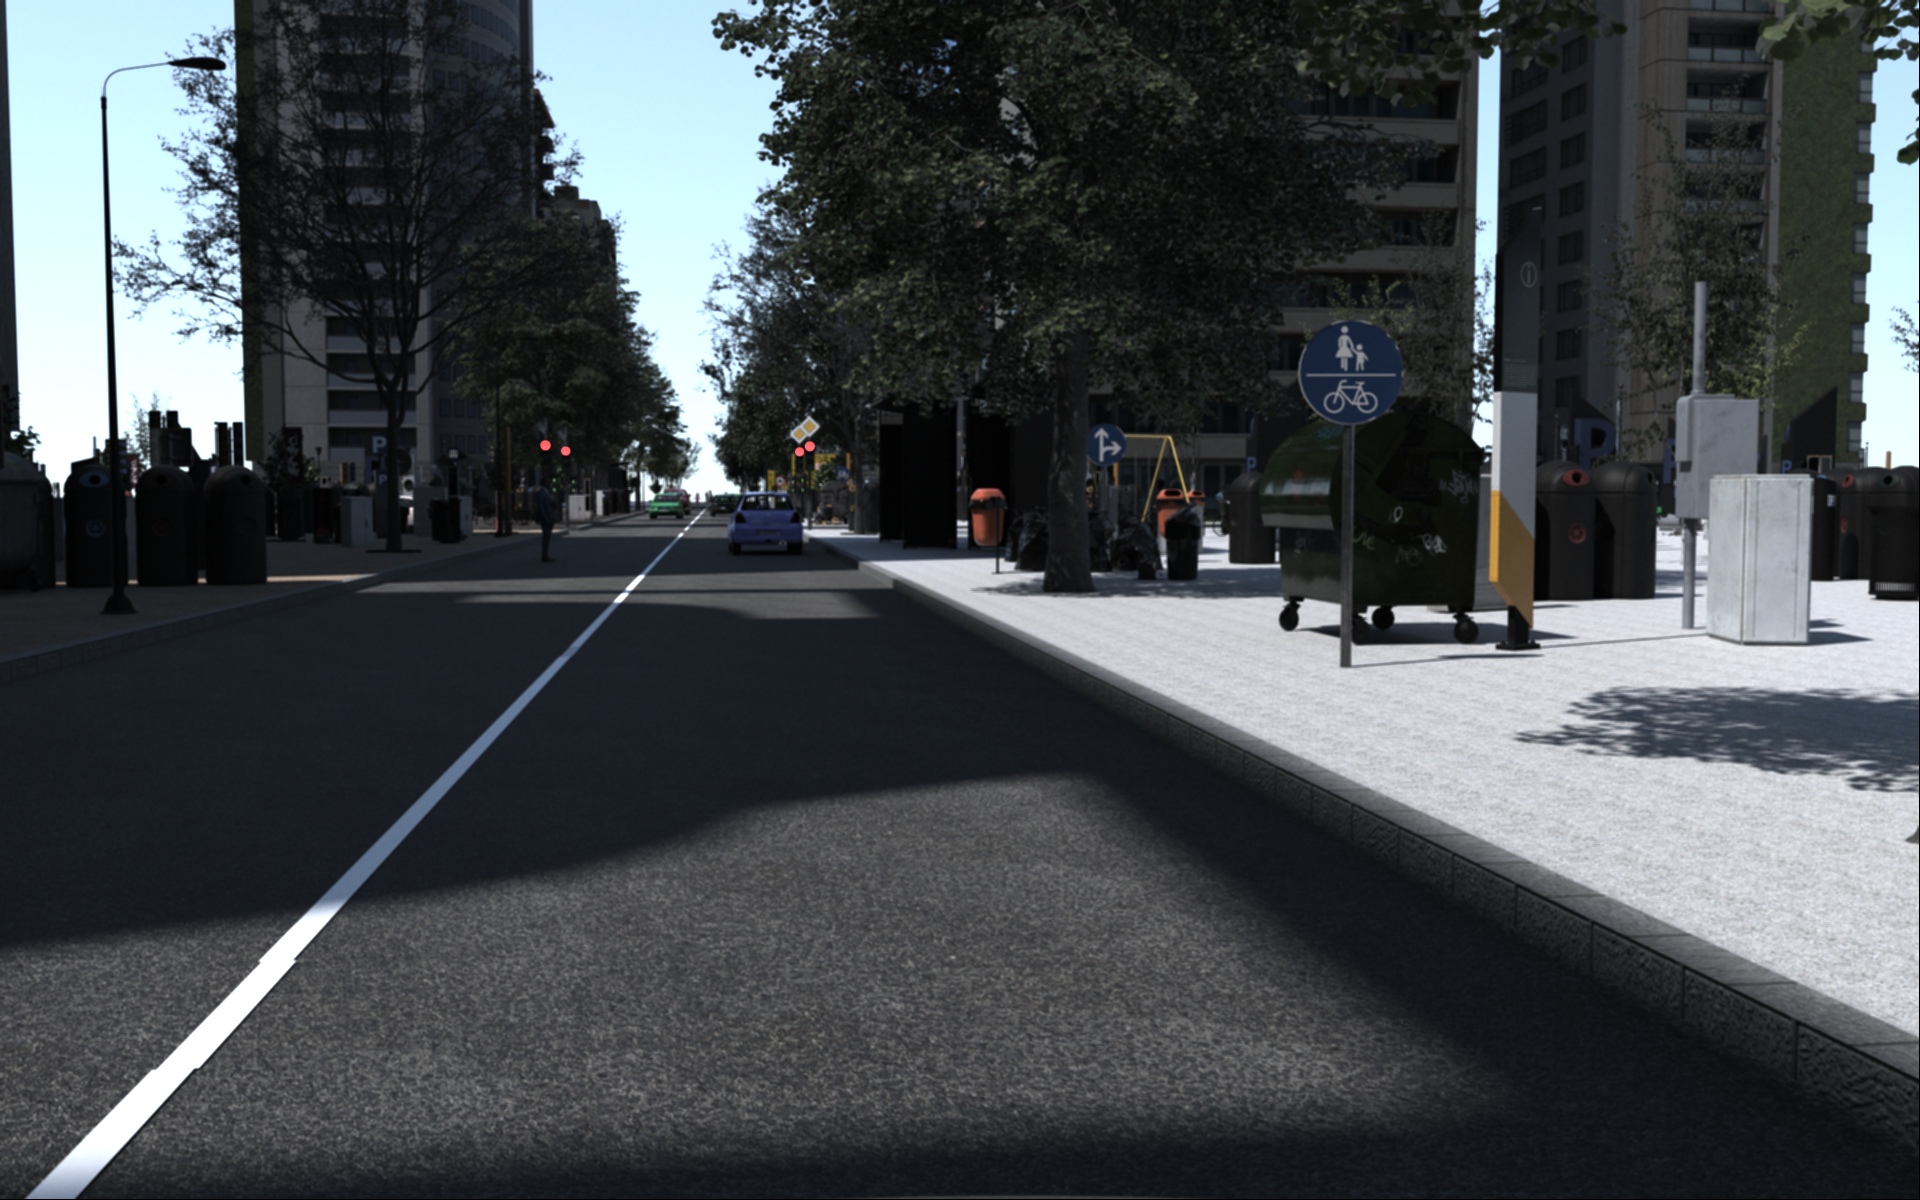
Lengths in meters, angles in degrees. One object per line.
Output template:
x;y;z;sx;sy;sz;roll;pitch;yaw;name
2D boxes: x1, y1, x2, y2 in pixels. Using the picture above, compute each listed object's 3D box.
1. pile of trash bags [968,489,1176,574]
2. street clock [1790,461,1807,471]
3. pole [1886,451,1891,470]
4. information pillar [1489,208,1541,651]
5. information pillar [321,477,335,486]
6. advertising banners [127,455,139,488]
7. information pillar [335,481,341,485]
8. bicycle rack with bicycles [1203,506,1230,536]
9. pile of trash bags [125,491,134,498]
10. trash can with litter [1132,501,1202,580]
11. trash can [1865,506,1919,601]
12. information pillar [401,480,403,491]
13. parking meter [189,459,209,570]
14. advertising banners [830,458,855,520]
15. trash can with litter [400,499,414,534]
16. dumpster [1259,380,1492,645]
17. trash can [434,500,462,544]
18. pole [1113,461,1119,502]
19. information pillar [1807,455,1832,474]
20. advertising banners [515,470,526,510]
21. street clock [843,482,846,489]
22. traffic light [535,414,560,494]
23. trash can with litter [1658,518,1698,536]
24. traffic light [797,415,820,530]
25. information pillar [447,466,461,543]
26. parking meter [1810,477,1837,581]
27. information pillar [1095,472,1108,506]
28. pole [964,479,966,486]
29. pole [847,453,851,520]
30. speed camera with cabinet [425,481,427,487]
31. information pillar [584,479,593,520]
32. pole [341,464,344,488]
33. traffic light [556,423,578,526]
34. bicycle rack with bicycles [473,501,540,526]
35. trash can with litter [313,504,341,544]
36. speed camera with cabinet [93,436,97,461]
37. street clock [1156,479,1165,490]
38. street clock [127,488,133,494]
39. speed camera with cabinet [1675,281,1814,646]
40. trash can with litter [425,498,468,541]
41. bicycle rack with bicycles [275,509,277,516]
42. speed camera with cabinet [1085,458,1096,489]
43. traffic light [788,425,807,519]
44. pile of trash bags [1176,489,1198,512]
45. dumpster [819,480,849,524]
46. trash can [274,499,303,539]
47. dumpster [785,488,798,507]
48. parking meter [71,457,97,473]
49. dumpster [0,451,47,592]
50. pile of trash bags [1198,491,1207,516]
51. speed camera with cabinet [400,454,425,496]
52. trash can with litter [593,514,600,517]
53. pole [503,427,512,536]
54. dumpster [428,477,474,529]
1.624;-1.168;28.850;3.447;1.369;1.912;-2;4;-35;pile of trash bags
18.386;-2.038;37.886;0.471;2.002;0.358;-2;4;-29;street clock
44.159;-5.419;82.447;0.158;3.312;0.155;0;3;0;pole
4.546;-1.395;14.163;0.504;3.616;0.183;-2;4;-35;information pillar
-27.482;-4.321;75.143;0.304;2.012;0.304;1;4;10;information pillar
-36.333;-4.990;77.777;2.074;3.025;0.090;0;4;1;advertising banners
-36.273;-5.902;100.994;0.304;2.012;0.304;3;4;38;information pillar
8.799;-2.380;52.287;2.925;0.926;2.852;-1;4;-23;bicycle rack with bicycles
-49.481;-5.872;105.759;3.447;1.369;1.912;3;5;44;pile of trash bags
3.096;-0.891;25.959;1.055;1.170;0.624;0;4;6;trash can with litter
11.372;-0.571;20.994;0.748;1.137;0.748;0;3;0;trash can
-29.754;-5.408;92.908;0.304;2.012;0.304;-2;4;-34;information pillar
-12.858;-1.443;29.303;0.255;1.863;0.399;-3;4;-36;parking meter
-5.706;-5.399;84.455;0.090;3.025;2.074;2;4;33;advertising banners
-17.812;-2.716;55.797;1.055;1.170;0.624;1;4;20;trash can with litter
3.689;-0.794;15.469;1.502;2.255;1.985;0;4;-8;dumpster
-13.315;-2.043;45.059;0.748;1.137;0.748;0;3;0;trash can
5.751;-4.283;63.877;0.158;3.312;0.155;0;3;0;pole
16.336;-1.742;32.970;0.304;2.012;0.304;-1;4;-21;information pillar
-32.529;-7.945;126.091;2.074;3.025;0.090;1;4;9;advertising banners
-5.746;-4.957;85.618;0.358;2.002;0.471;0;4;-8;street clock
-14.478;-4.394;60.755;0.839;4.253;0.868;0;4;-8;traffic light
22.377;-2.624;53.960;1.678;1.210;2.233;2;4;31;trash can with litter
-5.406;-4.471;62.025;0.839;4.253;0.868;0;4;-8;traffic light
-13.357;-2.520;45.700;0.304;2.012;0.304;-1;4;-12;information pillar
12.711;-1.049;25.566;0.372;1.533;0.369;0;3;0;parking meter
4.625;-3.188;56.616;0.304;2.012;0.304;-2;4;-25;information pillar
0.246;-6.318;97.136;0.158;3.312;0.155;0;3;0;pole
-5.555;-5.668;86.515;0.158;3.312;0.155;0;3;0;pole
-36.631;-7.648;119.374;0.660;3.252;2.038;2;4;35;speed camera with cabinet
-18.173;-4.913;84.824;0.304;2.012;0.304;1;4;15;information pillar
-41.711;-7.532;116.985;0.158;3.312;0.155;0;3;0;pole
-15.575;-4.877;68.665;0.839;4.253;0.868;0;4;-8;traffic light
-18.491;-3.554;71.497;2.852;0.926;2.925;3;5;43;bicycle rack with bicycles
-16.163;-2.037;44.699;1.055;1.170;0.624;0;4;-5;trash can with litter
-28.917;-3.939;58.734;0.660;3.252;2.038;-3;5;-41;speed camera with cabinet
9.369;-4.704;81.486;0.471;2.002;0.358;-1;4;-13;street clock
-54.307;-6.646;113.225;0.471;2.002;0.358;-3;4;-36;street clock
7.006;-1.296;15.526;0.660;3.252;2.038;0;4;7;speed camera with cabinet
-14.118;-2.216;47.621;0.624;1.170;1.055;3;4;38;trash can with litter
-39.512;-5.034;95.684;2.852;0.926;2.925;-2;4;-28;bicycle rack with bicycles
5.151;-5.096;77.651;2.038;3.252;0.660;-1;4;-12;speed camera with cabinet
-6.503;-4.955;69.935;0.839;4.253;0.868;0;4;-8;traffic light
2.570;-1.397;32.601;3.447;1.369;1.912;0;4;0;pile of trash bags
-5.370;-4.205;74.508;1.264;1.857;1.865;0;4;-8;dumpster
-18.722;-2.243;48.326;0.748;1.137;0.748;0;3;0;trash can
-9.626;-5.897;102.180;1.264;1.857;1.865;0;4;-8;dumpster
-13.662;-1.303;27.008;0.399;1.863;0.255;-2;4;-26;parking meter
-12.510;-0.984;21.844;1.264;1.857;1.865;0;4;-8;dumpster
5.471;-2.465;50.056;3.447;1.369;1.912;-1;4;-14;pile of trash bags
-27.883;-5.624;86.291;2.038;3.252;0.660;1;4;18;speed camera with cabinet
-21.210;-5.377;98.974;1.678;1.210;2.233;-2;4;-28;trash can with litter
-13.770;-3.600;52.703;0.158;3.312;0.155;0;3;0;pole
-16.450;-3.068;55.926;1.264;1.857;1.865;0;4;-8;dumpster
